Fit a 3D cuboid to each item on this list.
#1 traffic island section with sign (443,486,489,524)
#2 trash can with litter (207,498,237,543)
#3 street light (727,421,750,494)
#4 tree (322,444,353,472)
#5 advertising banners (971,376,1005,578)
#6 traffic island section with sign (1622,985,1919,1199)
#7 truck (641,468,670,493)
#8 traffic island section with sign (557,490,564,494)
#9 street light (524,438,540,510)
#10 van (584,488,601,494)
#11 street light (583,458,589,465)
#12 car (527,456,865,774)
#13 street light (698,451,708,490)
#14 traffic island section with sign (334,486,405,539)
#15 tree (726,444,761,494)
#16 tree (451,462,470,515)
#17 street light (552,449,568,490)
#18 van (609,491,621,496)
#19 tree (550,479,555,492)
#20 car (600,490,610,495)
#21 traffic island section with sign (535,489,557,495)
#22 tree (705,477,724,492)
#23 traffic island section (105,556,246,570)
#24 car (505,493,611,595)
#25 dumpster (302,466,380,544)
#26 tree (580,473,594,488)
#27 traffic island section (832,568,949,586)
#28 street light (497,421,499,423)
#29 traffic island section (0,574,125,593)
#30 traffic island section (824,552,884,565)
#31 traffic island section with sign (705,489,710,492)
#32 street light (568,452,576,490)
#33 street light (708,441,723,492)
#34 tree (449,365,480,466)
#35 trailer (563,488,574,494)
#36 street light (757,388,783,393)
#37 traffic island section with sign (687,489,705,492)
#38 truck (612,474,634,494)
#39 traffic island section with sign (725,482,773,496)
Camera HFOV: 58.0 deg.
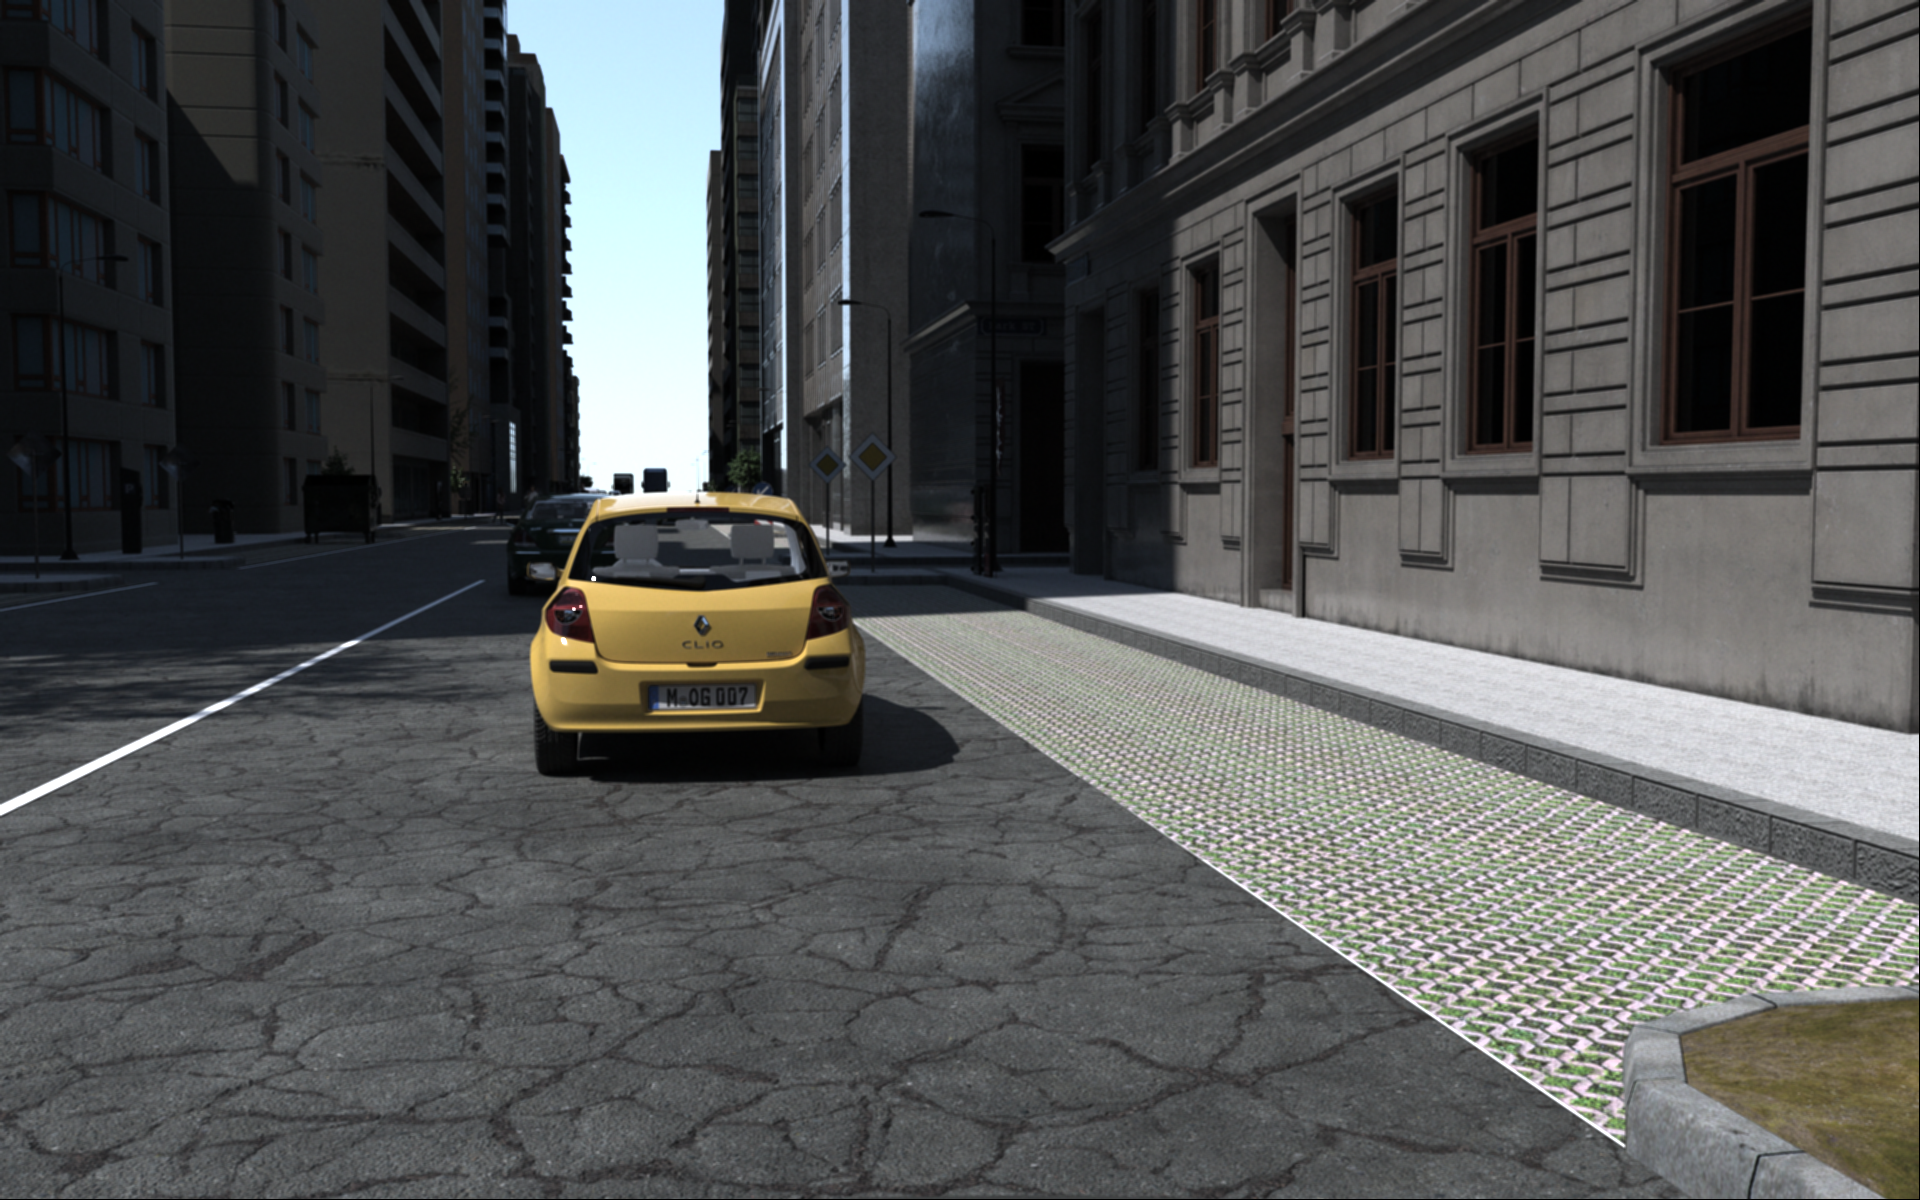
[{"bbox_3d":[-23.759,-4.567,83.297,1.989,1.847,2.006,-1,4,-10],"label":"traffic island section with sign"},{"bbox_3d":[-19.208,-2.063,45.116,0.624,1.170,1.055,-1,4,-16],"label":"trash can with litter"},{"bbox_3d":[-13.961,-8.416,110.144,1.470,5.913,1.316,-1,4,-10],"label":"street light"},{"bbox_3d":[-24.539,-4.481,67.867,1.663,3.219,1.824,0,3,0],"label":"tree"},{"bbox_3d":[0.433,-1.869,26.749,0.090,3.025,2.074,-1,4,-12],"label":"advertising banners"},{"bbox_3d":[2.501,0.316,3.468,1.989,1.847,2.006,-1,4,-10],"label":"traffic island section with sign"},{"bbox_3d":[-30.720,-11.300,174.509,2.967,4.110,18.799,-1,4,-10],"label":"truck"},{"bbox_3d":[-36.723,-9.219,159.360,1.989,1.847,2.006,-1,4,-10],"label":"traffic island section with sign"},{"bbox_3d":[-35.561,-10.483,143.938,1.470,5.913,1.316,-1,4,-10],"label":"street light"},{"bbox_3d":[-24.089,-6.448,112.435,2.013,2.044,4.112,-1,4,-10],"label":"van"},{"bbox_3d":[-49.589,-15.501,225.974,1.470,5.913,1.316,-1,4,-10],"label":"street light"},{"bbox_3d":[-1.601,-0.011,10.400,2.015,1.641,3.980,-1,4,-10],"label":"car"},{"bbox_3d":[-28.829,-13.785,197.926,1.470,5.913,1.316,-1,4,-10],"label":"street light"},{"bbox_3d":[-19.149,-2.916,56.310,1.989,1.847,2.006,-1,4,-10],"label":"traffic island section with sign"},{"bbox_3d":[-13.580,-7.936,113.462,4.285,4.588,4.351,0,3,0],"label":"tree"},{"bbox_3d":[-31.057,-6.834,106.342,1.663,3.219,1.824,0,3,0],"label":"tree"},{"bbox_3d":[-41.384,-12.574,178.128,1.470,5.913,1.316,-1,4,-10],"label":"street light"},{"bbox_3d":[-42.519,-12.599,212.999,2.013,2.044,4.112,-1,4,-8],"label":"van"},{"bbox_3d":[-43.624,-11.536,183.214,1.663,3.219,1.824,0,3,0],"label":"tree"},{"bbox_3d":[-34.870,-9.688,167.065,2.281,1.827,5.304,-1,4,-11],"label":"car"},{"bbox_3d":[-32.187,-7.594,132.788,1.989,1.847,2.006,-1,4,-10],"label":"traffic island section with sign"},{"bbox_3d":[-28.462,-12.556,199.891,1.663,3.219,1.824,0,3,0],"label":"tree"},{"bbox_3d":[-15.359,-0.726,34.146,2.009,0.180,2.903,-1,4,-10],"label":"traffic island section"},{"bbox_3d":[-5.835,-0.884,26.253,2.131,1.459,4.920,-1,4,-11],"label":"car"},{"bbox_3d":[-17.887,-2.758,50.038,1.985,2.255,1.502,-1,4,-8],"label":"dumpster"},{"bbox_3d":[-57.549,-17.172,264.471,4.285,4.588,4.351,0,3,0],"label":"tree"},{"bbox_3d":[-1.407,-0.375,28.411,2.009,0.180,2.903,-1,4,-10],"label":"traffic island section"},{"bbox_3d":[-29.817,-8.382,109.581,1.470,5.913,1.316,-1,4,-10],"label":"street light"},{"bbox_3d":[-14.017,-0.244,26.274,2.009,0.180,2.903,-1,4,-10],"label":"traffic island section"},{"bbox_3d":[-2.748,-0.856,36.283,2.009,0.180,2.903,-1,4,-10],"label":"traffic island section"},{"bbox_3d":[-11.198,-4.602,83.868,1.989,1.847,2.006,-1,4,-10],"label":"traffic island section with sign"},{"bbox_3d":[-43.520,-13.369,191.116,1.470,5.913,1.316,-1,4,-10],"label":"street light"},{"bbox_3d":[-20.960,-10.912,150.945,1.470,5.913,1.316,-1,4,-10],"label":"street light"},{"bbox_3d":[-29.127,-8.951,96.719,4.737,8.622,4.395,0,3,0],"label":"tree"},{"bbox_3d":[-37.528,-9.727,166.084,1.471,1.999,3.904,-1,4,-10],"label":"trailer"},{"bbox_3d":[-8.182,-6.324,75.946,1.470,5.913,1.316,-1,4,-10],"label":"street light"},{"bbox_3d":[-24.272,-9.291,160.541,1.989,1.847,2.006,-1,4,-10],"label":"traffic island section with sign"},{"bbox_3d":[-46.474,-15.310,239.231,2.839,4.237,11.283,-1,4,-9],"label":"truck"},{"bbox_3d":[-6.668,-2.977,57.294,1.989,1.847,2.006,-1,4,-10],"label":"traffic island section with sign"}]
